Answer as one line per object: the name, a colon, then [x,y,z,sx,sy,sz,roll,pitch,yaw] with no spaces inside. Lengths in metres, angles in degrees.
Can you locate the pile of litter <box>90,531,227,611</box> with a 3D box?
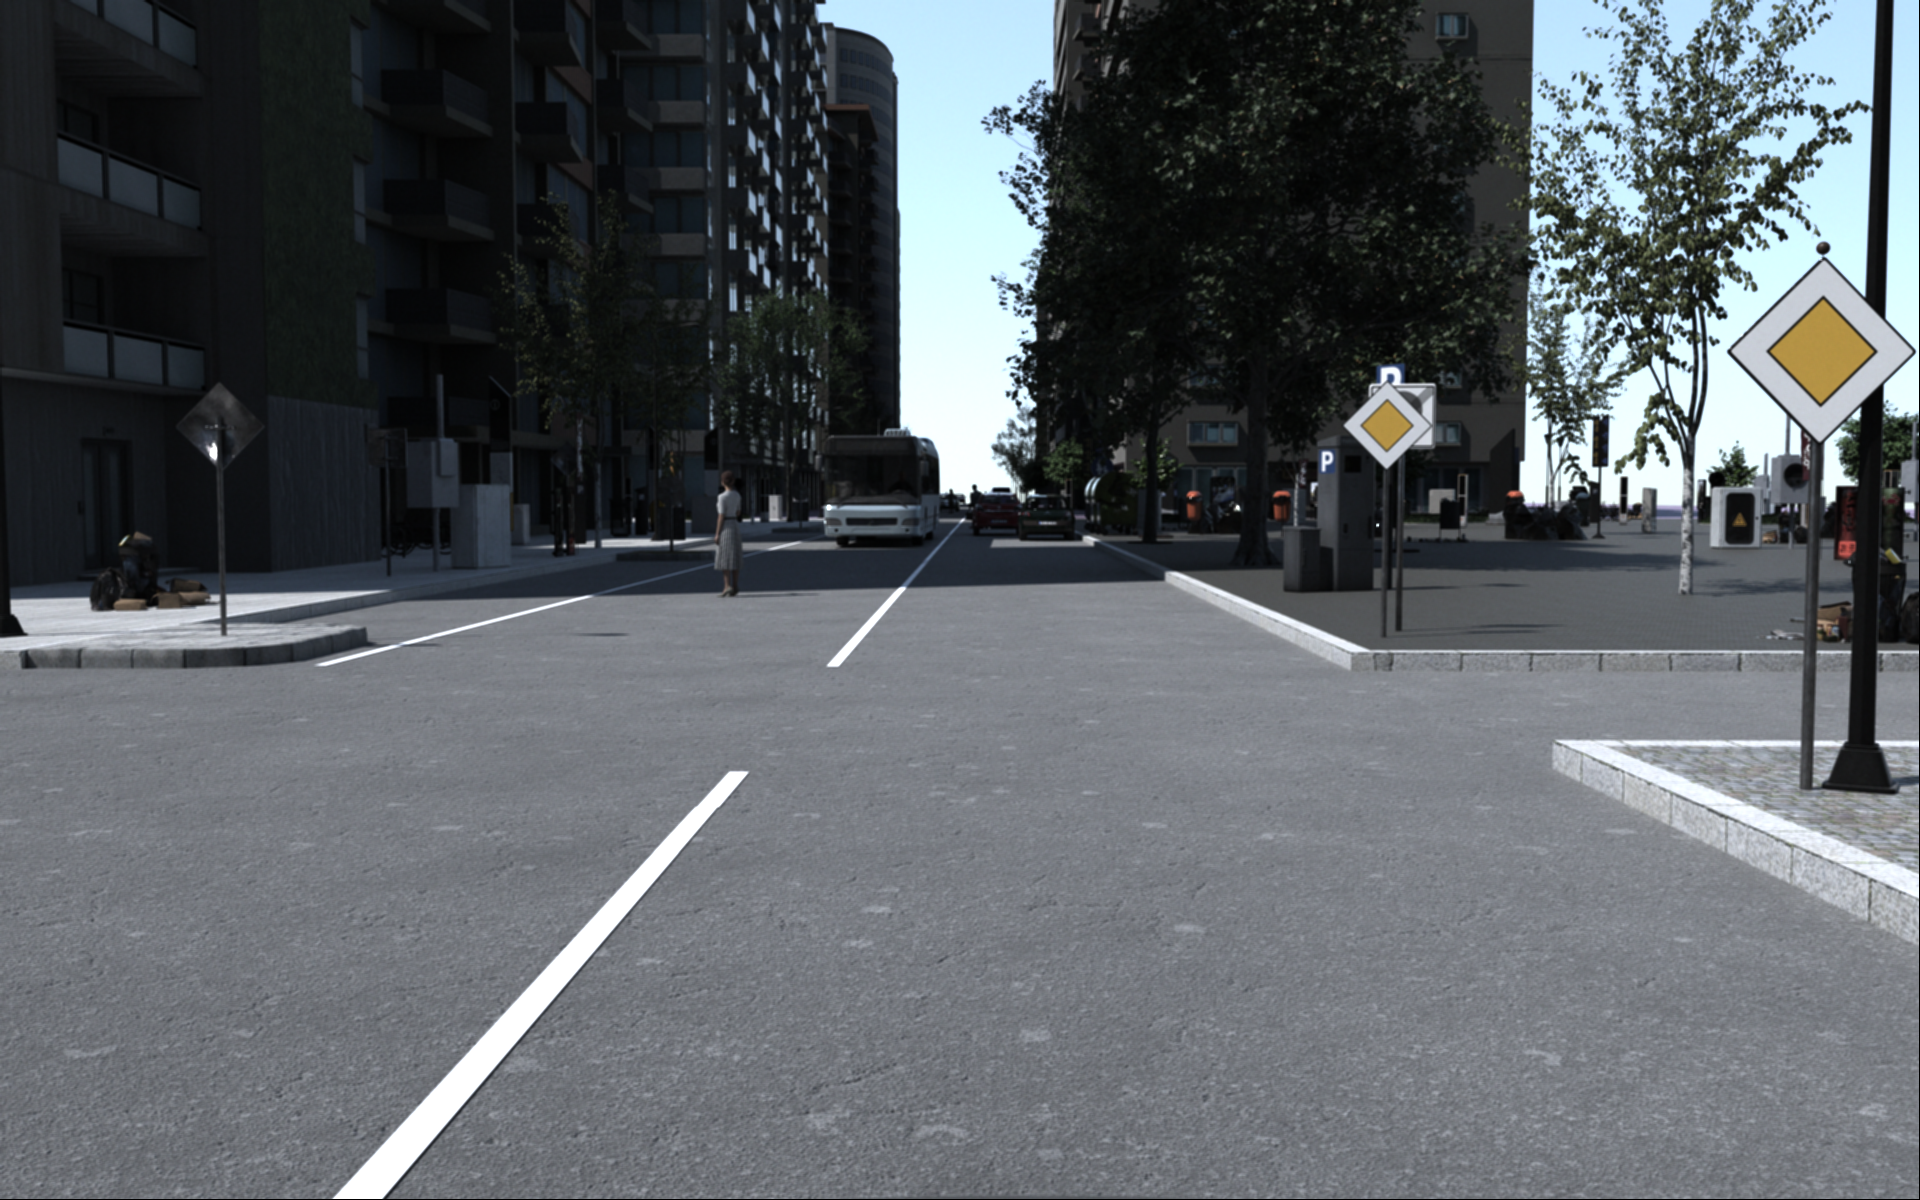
pile of litter: [-9.132,-0.353,19.744,1.176,0.858,1.719,3,4,36]

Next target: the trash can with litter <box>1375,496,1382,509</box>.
trash can with litter: [21.649,-4.779,89.523,0.624,1.170,1.055,0,4,-7]

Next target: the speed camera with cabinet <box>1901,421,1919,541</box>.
speed camera with cabinet: [25.285,-3.204,46.721,2.038,3.252,0.660,-1,4,-14]

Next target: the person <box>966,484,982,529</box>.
person: [0.690,-3.847,71.366,0.822,1.834,0.622,3,4,37]

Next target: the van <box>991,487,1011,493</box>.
van: [3.737,-9.523,160.085,2.240,2.365,5.245,0,4,-1]

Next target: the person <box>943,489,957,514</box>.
person: [-0.689,-7.279,127.508,1.348,1.824,0.705,-3,5,-45]

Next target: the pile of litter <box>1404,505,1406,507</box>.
pile of litter: [21.196,-4.268,83.745,1.176,0.858,1.719,-3,5,-40]

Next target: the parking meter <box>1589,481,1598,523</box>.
parking meter: [28.178,-4.355,76.913,0.399,1.863,0.255,0,4,5]

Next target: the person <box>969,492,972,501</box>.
person: [1.312,-11.778,202.533,0.415,1.643,0.593,0,4,2]

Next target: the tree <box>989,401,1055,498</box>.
tree: [6.585,-14.651,173.951,8.767,10.594,7.601,2,4,27]

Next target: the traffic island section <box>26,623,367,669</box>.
traffic island section: [-6.681,0.404,15.670,2.009,0.180,2.903,0,4,1]

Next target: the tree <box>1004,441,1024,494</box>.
tree: [7.763,-17.736,240.345,4.360,8.622,3.978,0,3,0]

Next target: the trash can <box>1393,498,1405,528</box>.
trash can: [16.520,-3.305,65.691,0.748,1.137,0.748,0,3,0]

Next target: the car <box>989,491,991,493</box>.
car: [4.507,-13.282,225.835,2.281,1.827,5.304,0,4,1]

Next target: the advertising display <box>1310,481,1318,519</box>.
advertising display: [18.137,-5.050,87.783,0.123,1.923,0.974,-2,4,-34]

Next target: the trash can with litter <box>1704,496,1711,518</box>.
trash can with litter: [39.030,-4.805,89.955,1.055,1.170,0.624,-2,4,-31]

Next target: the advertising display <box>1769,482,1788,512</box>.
advertising display: [42.311,-5.163,89.632,0.974,1.923,0.123,1,4,9]

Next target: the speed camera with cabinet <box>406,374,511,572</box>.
speed camera with cabinet: [-8.513,-2.148,29.453,0.660,3.252,2.038,1,4,23]

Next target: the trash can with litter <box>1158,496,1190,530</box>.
trash can with litter: [7.653,-3.105,61.829,2.233,1.210,1.678,-3,5,-42]

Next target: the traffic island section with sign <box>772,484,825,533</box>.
traffic island section with sign: [-5.946,-3.442,64.906,1.989,1.847,2.006,0,4,1]

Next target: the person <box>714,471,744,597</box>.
person: [-3.283,-0.925,24.190,0.524,1.755,0.480,2,4,33]

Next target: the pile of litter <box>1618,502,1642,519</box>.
pile of litter: [34.666,-4.571,88.701,1.176,0.858,1.719,-3,5,-43]

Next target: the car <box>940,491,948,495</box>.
car: [-1.534,-9.383,163.003,1.945,1.707,3.694,0,4,3]

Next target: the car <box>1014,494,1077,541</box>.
car: [2.699,-2.735,54.498,2.009,1.686,4.222,0,4,1]

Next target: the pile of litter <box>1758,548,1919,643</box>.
pile of litter: [8.027,-0.080,15.279,1.719,0.858,1.176,3,4,37]

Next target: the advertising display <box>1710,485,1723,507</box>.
advertising display: [38.409,-5.037,87.563,0.974,1.923,0.123,0,4,-7]

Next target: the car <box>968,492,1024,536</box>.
car: [1.344,-3.168,60.834,2.155,1.783,4.494,0,4,0]

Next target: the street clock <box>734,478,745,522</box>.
street clock: [-9.994,-4.521,78.481,0.471,2.002,0.358,2,4,26]

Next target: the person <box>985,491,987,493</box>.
person: [3.261,-13.061,222.055,0.705,1.823,1.348,1,4,11]

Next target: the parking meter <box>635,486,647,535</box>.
parking meter: [-9.963,-2.794,54.095,0.372,1.533,0.369,0,3,0]

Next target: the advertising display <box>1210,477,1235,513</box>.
advertising display: [9.681,-3.585,63.835,0.974,1.923,0.123,-1,4,-19]

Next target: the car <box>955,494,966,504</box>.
car: [-0.113,-14.596,247.683,2.155,1.783,4.494,0,4,1]

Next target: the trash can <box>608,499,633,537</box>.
trash can: [-10.161,-2.459,51.858,0.748,1.137,0.748,0,3,0]

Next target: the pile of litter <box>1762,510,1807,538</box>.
pile of litter: [21.538,-1.916,45.292,1.719,0.858,1.176,2,4,29]

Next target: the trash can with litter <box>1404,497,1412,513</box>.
trash can with litter: [23.222,-4.761,89.234,1.055,1.170,0.624,1,4,10]

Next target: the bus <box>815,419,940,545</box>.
bus: [-2.145,-3.439,51.079,2.948,3.499,13.247,0,4,2]

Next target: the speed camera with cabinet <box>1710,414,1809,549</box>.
speed camera with cabinet: [18.772,-2.831,40.624,2.038,3.252,0.660,0,4,2]

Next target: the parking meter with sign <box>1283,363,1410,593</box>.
parking meter with sign: [5.093,-1.632,22.947,1.738,3.016,0.543,-2,4,-29]

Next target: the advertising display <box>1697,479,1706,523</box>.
advertising display: [32.832,-4.371,76.687,0.123,1.923,0.974,1,4,9]

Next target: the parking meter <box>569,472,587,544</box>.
parking meter: [-9.806,-2.369,44.451,0.255,1.863,0.399,3,5,39]

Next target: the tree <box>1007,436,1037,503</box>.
tree: [7.229,-15.554,204.663,4.737,8.622,4.395,0,3,0]

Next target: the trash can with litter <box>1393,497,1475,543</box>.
trash can with litter: [12.716,-2.161,46.394,2.233,1.210,1.678,1,4,11]

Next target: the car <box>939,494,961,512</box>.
car: [-0.982,-8.044,143.311,2.131,1.459,4.920,0,4,2]

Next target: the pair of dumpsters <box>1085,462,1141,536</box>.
pair of dumpsters: [4.882,-3.218,55.115,1.574,2.255,4.437,0,4,1]

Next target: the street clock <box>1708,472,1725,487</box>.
street clock: [24.355,-3.132,55.780,0.471,2.002,0.358,2,4,32]

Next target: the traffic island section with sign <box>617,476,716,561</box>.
traffic island section with sign: [-6.354,-1.794,37.954,1.989,1.847,2.006,0,4,1]
